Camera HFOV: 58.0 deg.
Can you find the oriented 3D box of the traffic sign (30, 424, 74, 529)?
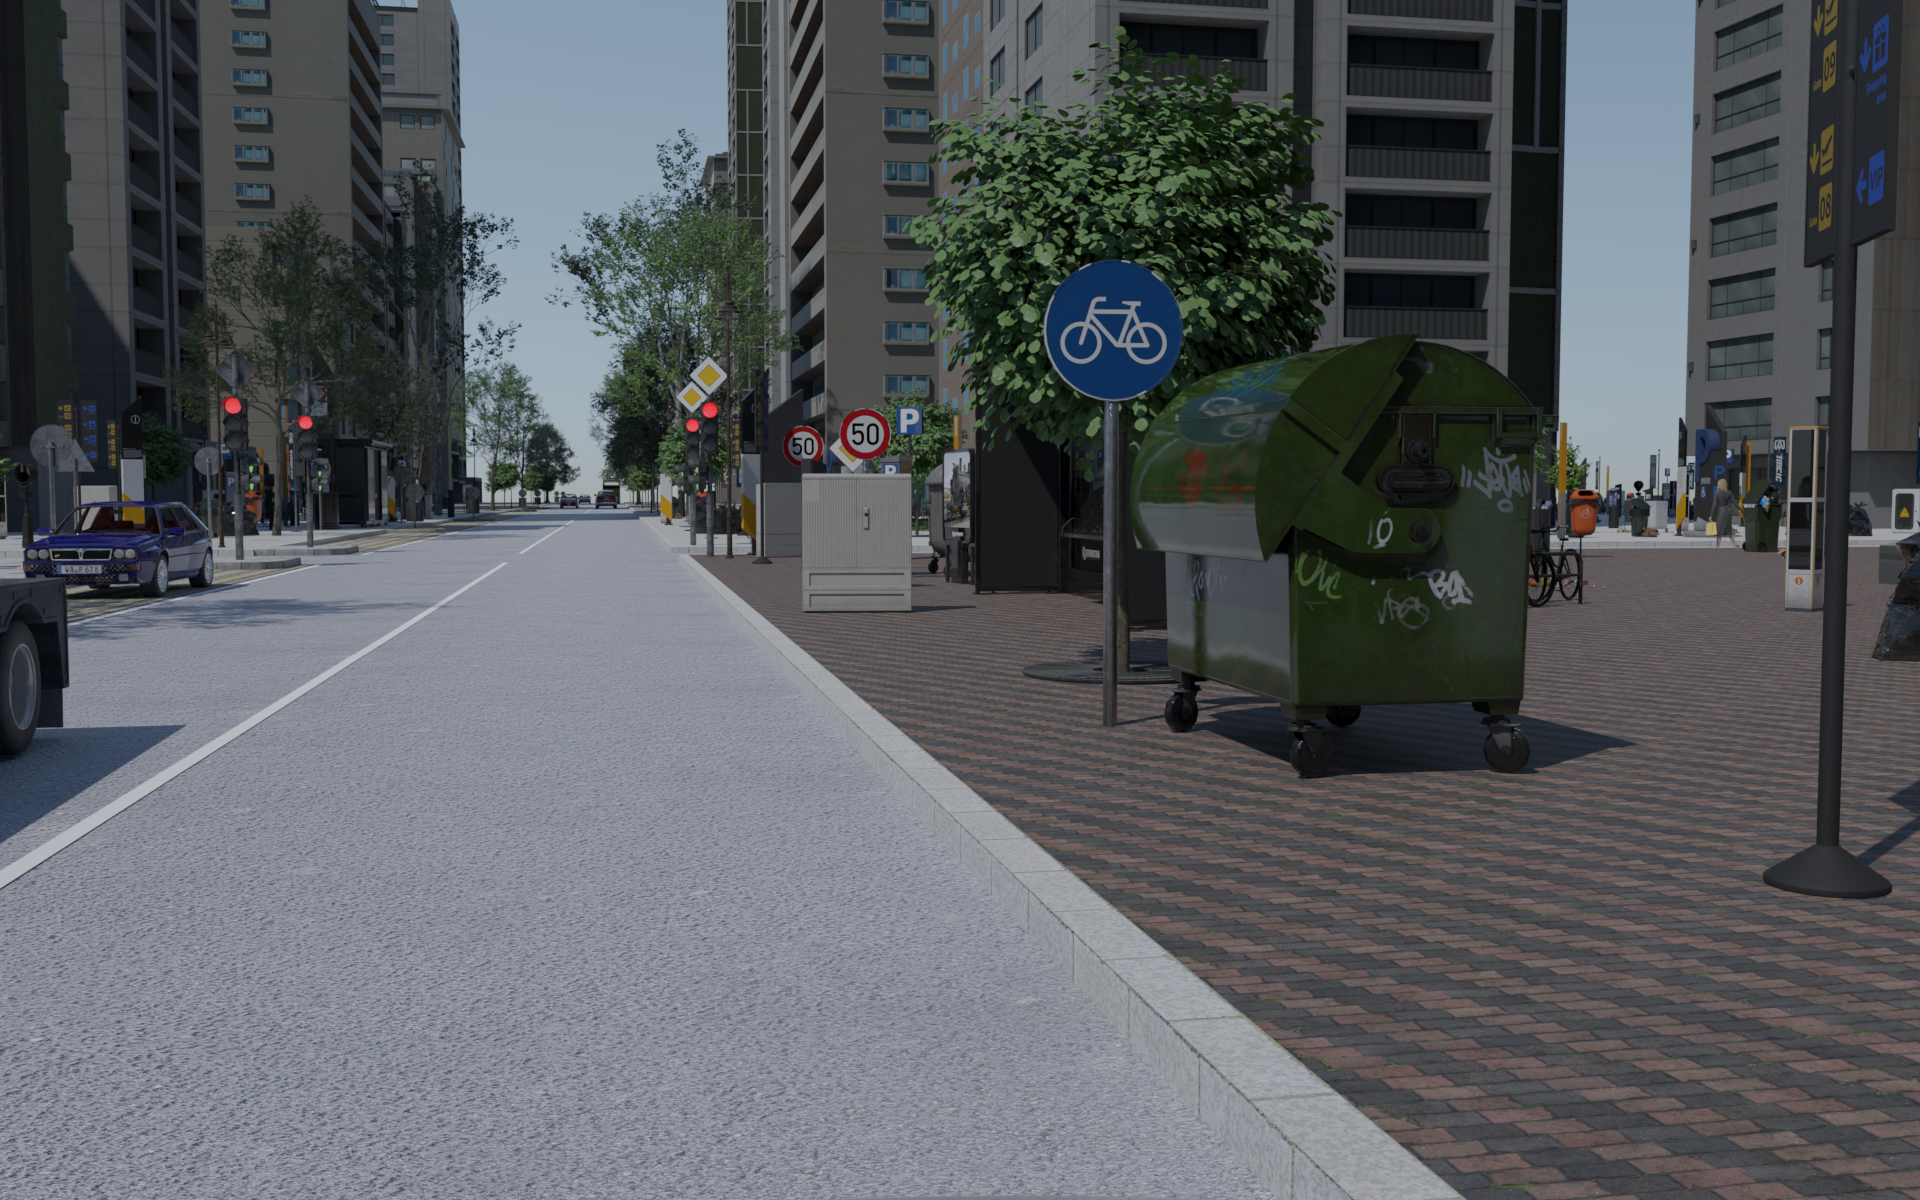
[{"bbox_3d":[-16.622,-1.933,31.710,0.768,2.556,0.104,0,4,-4],"label":"traffic sign"}]

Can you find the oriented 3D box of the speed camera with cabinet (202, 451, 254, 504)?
[{"bbox_3d":[-30.642,-4.782,72.526,0.660,3.252,2.038,2,4,33],"label":"speed camera with cabinet"}]

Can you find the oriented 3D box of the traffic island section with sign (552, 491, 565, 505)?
[{"bbox_3d":[-51.197,-12.944,220.260,1.989,1.847,2.006,-1,4,-11],"label":"traffic island section with sign"}]

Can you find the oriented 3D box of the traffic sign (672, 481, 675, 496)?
[{"bbox_3d":[-19.267,-7.079,115.842,0.768,2.556,0.104,-1,4,-11],"label":"traffic sign"}]

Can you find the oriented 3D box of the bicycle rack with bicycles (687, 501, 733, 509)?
[{"bbox_3d":[-12.251,-4.456,86.234,2.852,0.926,2.925,1,4,16],"label":"bicycle rack with bicycles"}]

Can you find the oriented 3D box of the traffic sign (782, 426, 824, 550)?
[{"bbox_3d":[-2.930,-1.975,32.395,0.768,2.556,0.104,0,4,-6],"label":"traffic sign"}]

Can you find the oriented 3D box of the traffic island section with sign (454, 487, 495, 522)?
[{"bbox_3d":[-25.374,-5.008,90.515,1.989,1.847,2.006,-1,4,-11],"label":"traffic island section with sign"}]

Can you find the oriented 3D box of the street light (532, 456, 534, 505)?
[{"bbox_3d":[-48.819,-13.773,197.967,0.468,5.910,1.993,-1,4,-11],"label":"street light"}]

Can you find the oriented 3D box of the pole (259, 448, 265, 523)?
[{"bbox_3d":[-30.909,-5.068,76.700,0.158,3.312,0.155,0,3,0],"label":"pole"}]

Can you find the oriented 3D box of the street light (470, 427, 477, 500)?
[{"bbox_3d":[-32.806,-8.823,117.046,0.468,5.910,1.993,-1,4,-11],"label":"street light"}]

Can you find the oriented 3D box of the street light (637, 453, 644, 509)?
[{"bbox_3d":[-28.012,-11.005,152.716,0.468,5.910,1.993,-1,4,-11],"label":"street light"}]

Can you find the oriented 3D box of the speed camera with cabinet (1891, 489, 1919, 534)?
[{"bbox_3d":[31.373,-3.782,56.171,0.660,3.252,2.038,-2,4,-29],"label":"speed camera with cabinet"}]

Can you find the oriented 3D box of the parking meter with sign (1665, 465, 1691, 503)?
[{"bbox_3d":[48.167,-7.327,116.060,0.543,3.016,1.738,-3,5,-40],"label":"parking meter with sign"}]

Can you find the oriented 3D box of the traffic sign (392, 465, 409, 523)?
[{"bbox_3d":[-24.887,-4.710,77.119,0.768,2.556,0.104,0,4,-2],"label":"traffic sign"}]

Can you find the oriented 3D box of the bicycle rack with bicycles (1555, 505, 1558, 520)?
[{"bbox_3d":[27.977,-4.062,79.793,2.852,0.926,2.925,3,5,40],"label":"bicycle rack with bicycles"}]

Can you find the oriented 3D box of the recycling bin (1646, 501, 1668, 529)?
[{"bbox_3d":[25.599,-3.143,63.936,0.722,1.027,0.722,-2,4,-31],"label":"recycling bin"}]

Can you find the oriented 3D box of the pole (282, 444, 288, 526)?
[{"bbox_3d":[-27.324,-4.663,70.088,0.158,3.312,0.155,0,3,0],"label":"pole"}]

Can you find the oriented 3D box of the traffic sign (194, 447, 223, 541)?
[{"bbox_3d":[-20.242,-2.849,46.682,0.768,2.556,0.104,0,4,-3],"label":"traffic sign"}]

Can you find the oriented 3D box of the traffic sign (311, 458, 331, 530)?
[{"bbox_3d":[-22.541,-3.724,60.989,0.768,2.556,0.104,0,4,-2],"label":"traffic sign"}]

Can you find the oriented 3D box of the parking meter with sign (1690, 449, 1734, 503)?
[{"bbox_3d":[28.892,-4.293,66.448,1.738,3.016,0.543,-2,4,-32],"label":"parking meter with sign"}]

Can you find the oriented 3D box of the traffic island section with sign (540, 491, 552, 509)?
[{"bbox_3d":[-40.389,-9.622,165.944,1.989,1.847,2.006,-1,4,-11],"label":"traffic island section with sign"}]

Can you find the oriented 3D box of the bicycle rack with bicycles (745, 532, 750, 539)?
[{"bbox_3d":[-4.427,-2.151,48.546,2.852,0.926,2.925,-2,4,-30],"label":"bicycle rack with bicycles"}]

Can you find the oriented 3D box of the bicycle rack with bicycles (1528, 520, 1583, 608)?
[{"bbox_3d":[6.233,-0.433,20.455,2.925,0.926,2.852,-2,4,-27],"label":"bicycle rack with bicycles"}]

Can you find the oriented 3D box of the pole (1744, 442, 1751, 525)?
[{"bbox_3d":[31.006,-4.546,68.168,0.158,3.312,0.155,0,3,0],"label":"pole"}]

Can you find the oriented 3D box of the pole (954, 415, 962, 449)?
[{"bbox_3d":[-0.055,-3.131,45.033,0.158,3.312,0.155,0,3,0],"label":"pole"}]

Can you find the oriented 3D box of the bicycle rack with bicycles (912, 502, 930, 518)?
[{"bbox_3d":[-1.198,-4.162,81.433,2.852,0.926,2.925,-1,4,-11],"label":"bicycle rack with bicycles"}]

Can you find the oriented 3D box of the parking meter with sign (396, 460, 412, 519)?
[{"bbox_3d":[-28.362,-5.658,88.765,0.543,3.016,1.738,0,4,-4],"label":"parking meter with sign"}]

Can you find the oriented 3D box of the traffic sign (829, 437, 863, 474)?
[{"bbox_3d":[-1.791,-1.693,28.866,0.795,2.450,0.064,-1,4,-11],"label":"traffic sign"}]

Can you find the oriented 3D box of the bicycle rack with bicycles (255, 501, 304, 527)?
[{"bbox_3d":[-27.489,-3.249,66.504,2.925,0.926,2.852,2,4,26],"label":"bicycle rack with bicycles"}]

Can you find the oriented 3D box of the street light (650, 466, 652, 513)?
[{"bbox_3d":[-20.830,-8.803,116.720,0.468,5.910,1.993,-1,4,-11],"label":"street light"}]

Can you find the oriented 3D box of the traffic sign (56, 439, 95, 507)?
[{"bbox_3d":[-20.816,-2.493,40.768,0.884,2.594,0.081,0,4,-2],"label":"traffic sign"}]

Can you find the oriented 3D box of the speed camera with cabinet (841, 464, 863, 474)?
[{"bbox_3d":[-2.719,-3.706,54.934,2.038,3.252,0.660,-1,4,-23],"label":"speed camera with cabinet"}]

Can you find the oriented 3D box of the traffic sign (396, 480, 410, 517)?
[{"bbox_3d":[-28.230,-5.355,87.556,0.884,2.594,0.081,-1,4,-9],"label":"traffic sign"}]

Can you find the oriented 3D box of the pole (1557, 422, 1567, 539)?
[{"bbox_3d":[17.182,-3.398,49.396,0.158,3.312,0.155,0,3,0],"label":"pole"}]

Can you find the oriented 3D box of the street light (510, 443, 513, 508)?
[{"bbox_3d":[-40.297,-11.170,155.409,0.468,5.910,1.993,-1,4,-11],"label":"street light"}]

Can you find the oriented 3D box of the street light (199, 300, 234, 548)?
[{"bbox_3d":[-17.702,-4.194,41.366,0.468,5.910,1.993,-1,4,-11],"label":"street light"}]

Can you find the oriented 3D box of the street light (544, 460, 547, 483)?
[{"bbox_3d":[-56.455,-16.100,236.030,0.468,5.910,1.993,-1,4,-11],"label":"street light"}]

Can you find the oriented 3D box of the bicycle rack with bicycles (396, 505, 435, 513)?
[{"bbox_3d":[-33.335,-5.693,106.461,2.925,0.926,2.852,-3,4,-39],"label":"bicycle rack with bicycles"}]

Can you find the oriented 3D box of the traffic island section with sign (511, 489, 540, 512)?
[{"bbox_3d":[-35.025,-7.973,138.990,1.989,1.847,2.006,-1,4,-11],"label":"traffic island section with sign"}]

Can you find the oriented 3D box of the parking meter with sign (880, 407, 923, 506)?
[{"bbox_3d":[-1.271,-2.308,33.996,0.543,3.016,1.738,1,4,19],"label":"parking meter with sign"}]

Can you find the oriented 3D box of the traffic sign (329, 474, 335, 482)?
[{"bbox_3d":[-27.103,-4.536,74.162,0.884,2.594,0.081,-1,4,-11],"label":"traffic sign"}]

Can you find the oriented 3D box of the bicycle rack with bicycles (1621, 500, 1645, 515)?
[{"bbox_3d":[41.426,-5.556,104.226,2.925,0.926,2.852,2,4,30],"label":"bicycle rack with bicycles"}]

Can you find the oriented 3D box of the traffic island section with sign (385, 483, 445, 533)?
[{"bbox_3d":[-20.073,-3.379,63.869,1.989,1.847,2.006,-1,4,-11],"label":"traffic island section with sign"}]

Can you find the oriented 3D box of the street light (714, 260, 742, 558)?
[{"bbox_3d":[-4.594,-3.768,34.394,0.468,5.910,1.993,-1,4,-11],"label":"street light"}]

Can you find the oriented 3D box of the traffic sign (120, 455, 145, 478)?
[{"bbox_3d":[-21.539,-2.630,45.128,0.606,2.300,0.079,-1,4,-11],"label":"traffic sign"}]

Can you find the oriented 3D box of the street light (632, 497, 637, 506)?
[{"bbox_3d":[-35.652,-13.354,191.117,0.468,5.910,1.993,-1,4,-11],"label":"street light"}]

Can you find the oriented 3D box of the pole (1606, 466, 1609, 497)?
[{"bbox_3d":[46.781,-8.029,125.111,0.158,3.312,0.155,0,3,0],"label":"pole"}]

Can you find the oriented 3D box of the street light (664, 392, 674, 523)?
[{"bbox_3d":[-13.082,-6.429,77.902,0.468,5.910,1.993,-1,4,-11],"label":"street light"}]

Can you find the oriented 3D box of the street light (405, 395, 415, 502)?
[{"bbox_3d":[-25.185,-6.534,79.626,0.468,5.910,1.993,-1,4,-11],"label":"street light"}]

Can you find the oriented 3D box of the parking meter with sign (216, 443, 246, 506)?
[{"bbox_3d":[-25.099,-3.904,60.092,0.543,3.016,1.738,0,4,3],"label":"parking meter with sign"}]
